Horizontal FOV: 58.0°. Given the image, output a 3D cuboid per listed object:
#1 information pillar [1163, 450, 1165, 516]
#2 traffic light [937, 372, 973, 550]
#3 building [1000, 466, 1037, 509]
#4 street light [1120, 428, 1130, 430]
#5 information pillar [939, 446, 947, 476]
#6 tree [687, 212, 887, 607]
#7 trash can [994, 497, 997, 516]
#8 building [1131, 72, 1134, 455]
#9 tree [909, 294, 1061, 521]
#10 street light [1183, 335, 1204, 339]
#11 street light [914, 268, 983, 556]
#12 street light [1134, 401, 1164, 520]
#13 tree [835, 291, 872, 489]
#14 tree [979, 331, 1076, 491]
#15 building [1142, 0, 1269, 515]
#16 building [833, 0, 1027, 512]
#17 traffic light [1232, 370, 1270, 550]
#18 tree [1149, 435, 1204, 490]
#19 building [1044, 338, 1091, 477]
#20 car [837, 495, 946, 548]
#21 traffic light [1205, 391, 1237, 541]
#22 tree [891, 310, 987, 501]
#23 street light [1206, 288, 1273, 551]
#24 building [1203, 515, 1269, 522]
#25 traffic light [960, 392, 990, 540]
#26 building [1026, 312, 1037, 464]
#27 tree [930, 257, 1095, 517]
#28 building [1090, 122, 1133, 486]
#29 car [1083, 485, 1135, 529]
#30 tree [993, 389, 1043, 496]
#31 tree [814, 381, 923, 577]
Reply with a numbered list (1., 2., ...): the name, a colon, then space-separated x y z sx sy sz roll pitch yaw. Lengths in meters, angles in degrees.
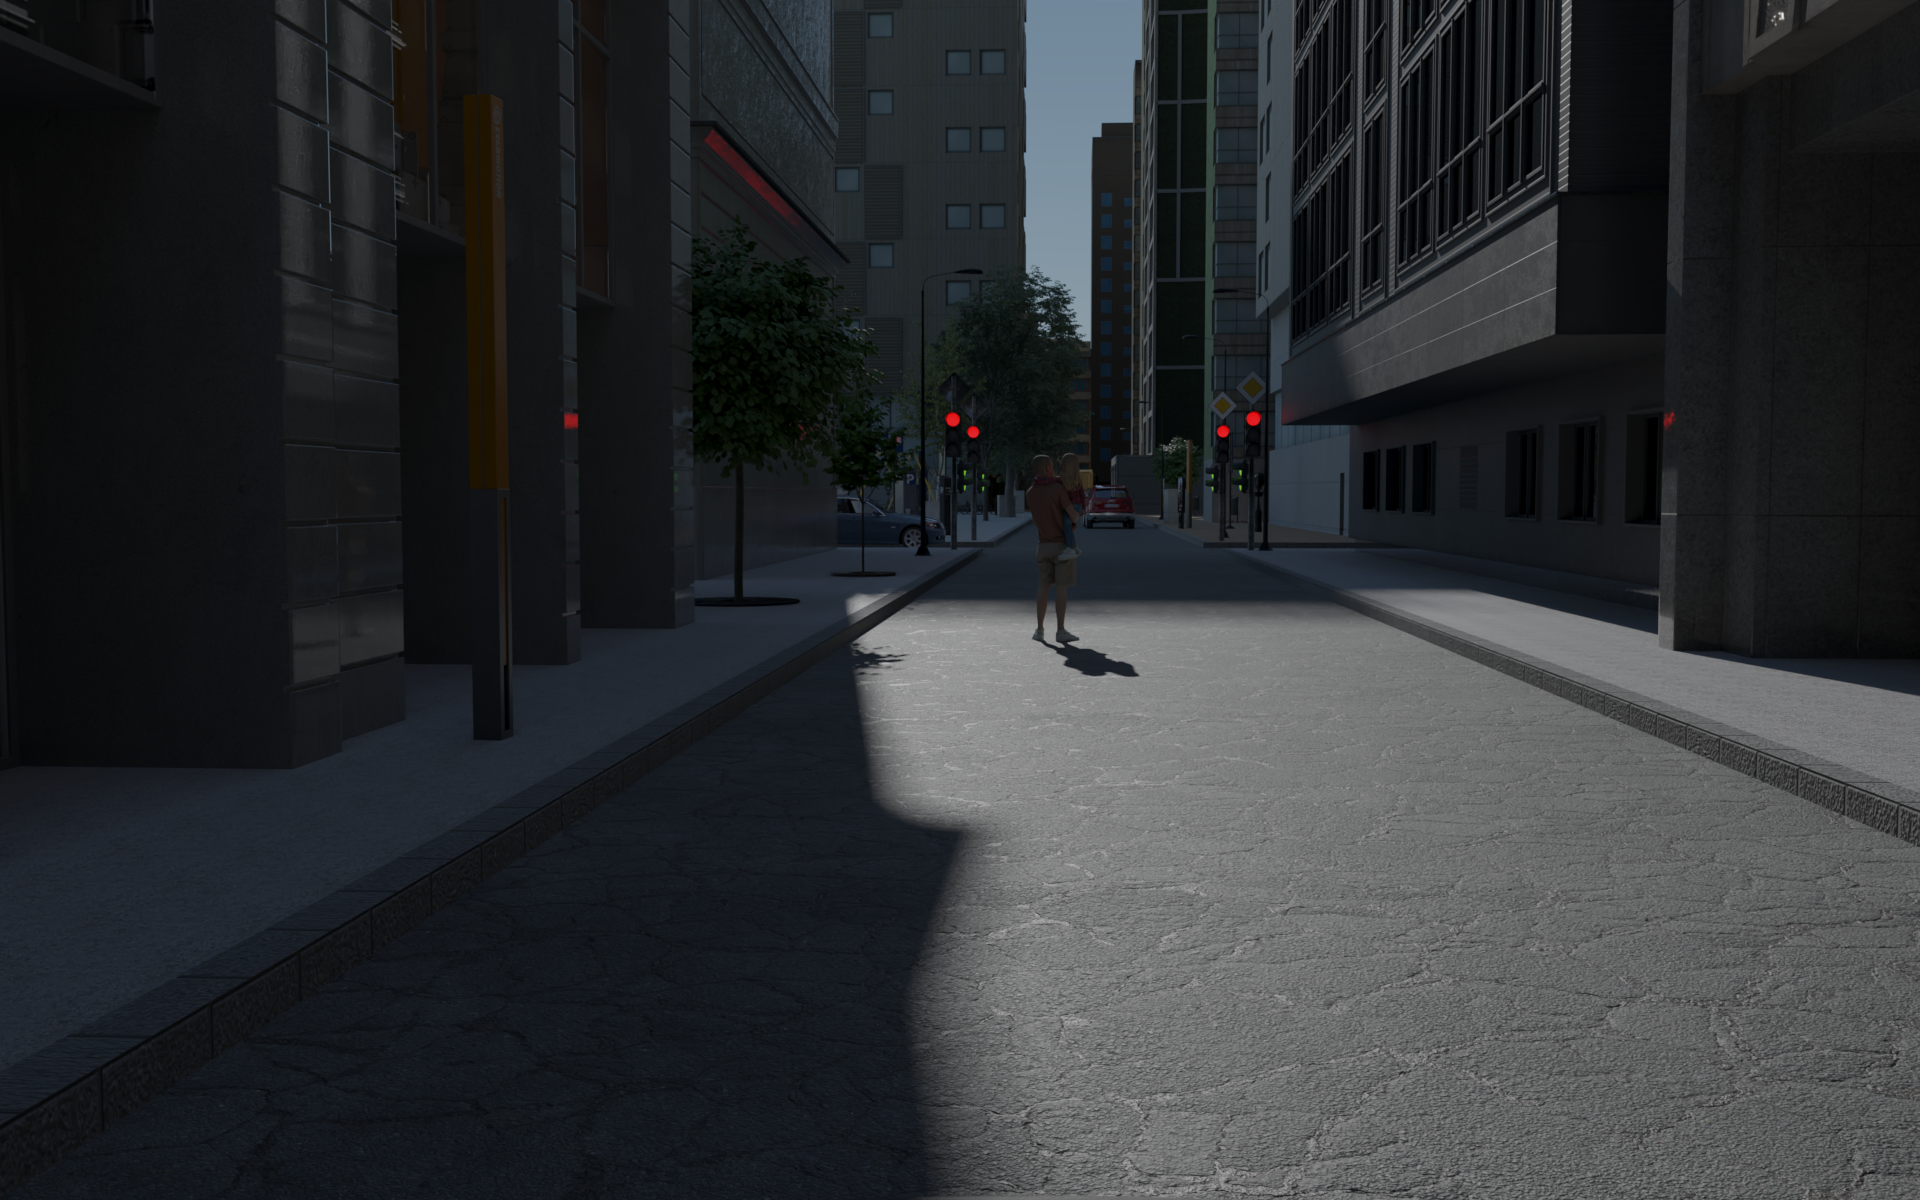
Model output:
1. information pillar: 10.894 -6.207 92.844 0.183 3.616 0.504 1 4 12
2. traffic light: -0.123 -3.115 39.856 0.839 4.253 0.868 0 4 4
3. building: -2.654 -44.163 160.310 20.563 71.187 20.611 0 4 4
4. street light: 12.010 -9.165 122.385 1.470 5.913 1.316 0 4 4
5. information pillar: -0.742 -5.201 76.393 0.183 3.616 0.504 -2 4 -32
6. tree: -2.555 -2.231 20.197 4.285 4.588 4.351 0 3 0
7. trash can: 2.341 -5.510 101.734 0.748 1.137 0.748 0 3 0
8. building: 23.526 -29.534 166.472 14.154 41.232 14.086 0 4 4
9. tree: 0.989 -9.027 81.998 8.767 10.594 7.601 3 5 40
10. street light: 7.202 -4.780 50.692 1.470 5.913 1.316 0 4 4
11. street light: -0.228 -3.869 35.793 1.470 5.913 1.316 0 4 4
12. street light: 9.546 -6.965 86.414 1.470 5.913 1.316 0 4 4
13. tree: -4.640 -6.633 58.819 4.360 8.622 3.978 0 3 0
14. tree: 4.285 -12.205 117.672 7.486 12.596 7.792 0 3 0
15. building: 20.746 -27.420 131.908 14.154 41.232 14.086 0 4 4
16. building: -8.469 -33.484 136.701 28.713 52.752 27.495 0 4 4
17. traffic light: 6.624 -3.089 39.427 0.839 4.253 0.868 0 4 4
18. tree: 12.143 -6.872 96.068 4.285 4.588 4.351 0 3 0
19. building: 2.083 -22.976 220.699 28.899 21.520 27.650 0 4 4
20. car: -2.610 -1.986 44.478 4.499 1.417 2.014 0 4 3
21. traffic light: 7.151 -3.576 47.395 0.839 4.253 0.868 0 4 4
22. tree: -0.904 -7.319 70.033 4.737 8.622 4.395 0 3 0
23. street light: 6.379 -4.071 39.095 1.470 5.913 1.316 0 4 4
24. building: 18.843 -24.454 83.426 14.154 41.232 14.086 0 4 4
25. traffic light: 0.404 -3.603 47.824 0.839 4.253 0.868 0 4 4
26. building: -6.160 -20.860 186.107 28.899 21.520 27.650 0 4 4
27. tree: 2.807 -11.522 95.047 9.857 13.997 8.962 0 3 0
28. building: 23.138 -34.354 211.794 14.200 45.320 14.600 0 4 4
29. car: 6.275 -3.949 73.234 2.281 1.827 5.304 0 4 2
30. tree: 3.418 -9.436 104.644 4.360 8.622 3.978 0 3 0
31. tree: -1.618 -1.985 27.058 1.663 3.219 1.824 0 3 0
